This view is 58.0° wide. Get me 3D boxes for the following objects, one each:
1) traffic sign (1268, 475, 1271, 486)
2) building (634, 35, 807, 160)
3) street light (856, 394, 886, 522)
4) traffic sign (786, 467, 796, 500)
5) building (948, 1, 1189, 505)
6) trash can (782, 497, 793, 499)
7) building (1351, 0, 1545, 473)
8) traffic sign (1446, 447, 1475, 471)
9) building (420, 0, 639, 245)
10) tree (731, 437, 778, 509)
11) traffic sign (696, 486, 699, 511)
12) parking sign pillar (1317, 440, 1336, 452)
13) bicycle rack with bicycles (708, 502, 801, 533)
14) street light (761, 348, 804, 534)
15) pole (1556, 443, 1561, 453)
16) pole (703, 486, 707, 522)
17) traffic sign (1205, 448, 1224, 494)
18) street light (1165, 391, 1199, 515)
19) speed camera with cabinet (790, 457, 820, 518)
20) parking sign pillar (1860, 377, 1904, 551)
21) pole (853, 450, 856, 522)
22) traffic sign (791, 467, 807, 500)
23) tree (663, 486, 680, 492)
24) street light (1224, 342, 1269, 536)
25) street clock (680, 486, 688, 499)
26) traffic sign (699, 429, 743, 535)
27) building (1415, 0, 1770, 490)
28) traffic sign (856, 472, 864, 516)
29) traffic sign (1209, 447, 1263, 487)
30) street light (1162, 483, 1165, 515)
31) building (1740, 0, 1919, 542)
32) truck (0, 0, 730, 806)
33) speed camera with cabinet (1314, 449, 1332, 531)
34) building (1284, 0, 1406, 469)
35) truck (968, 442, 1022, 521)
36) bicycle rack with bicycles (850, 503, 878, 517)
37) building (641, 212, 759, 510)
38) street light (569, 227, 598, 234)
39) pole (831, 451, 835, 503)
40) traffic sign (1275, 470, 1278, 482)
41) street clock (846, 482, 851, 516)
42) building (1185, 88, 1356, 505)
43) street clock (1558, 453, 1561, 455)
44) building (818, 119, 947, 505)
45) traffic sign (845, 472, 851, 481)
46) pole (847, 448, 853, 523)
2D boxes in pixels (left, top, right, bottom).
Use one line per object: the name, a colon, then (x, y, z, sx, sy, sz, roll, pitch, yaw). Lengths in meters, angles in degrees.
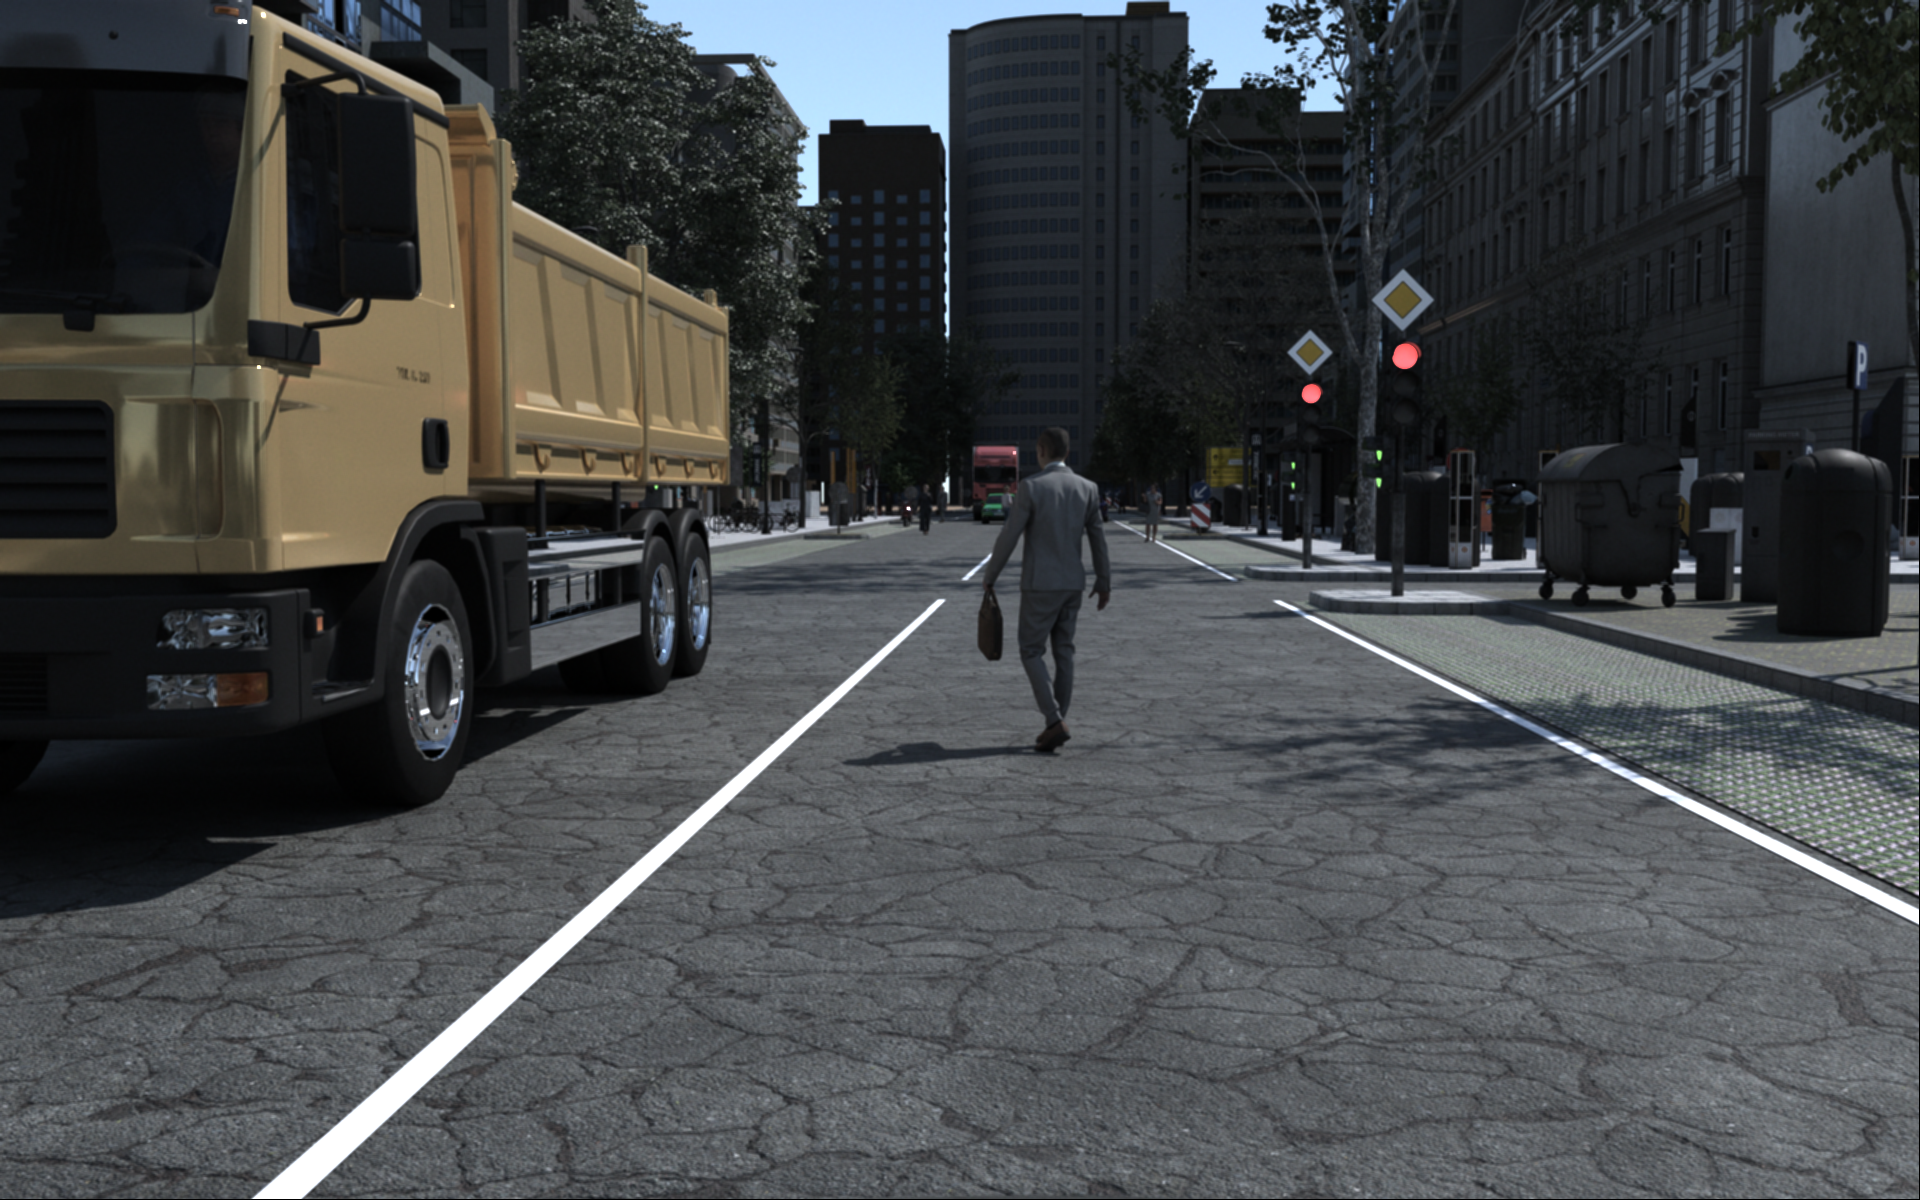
traffic sign: (15.800, -5.351, 89.615, 0.606, 2.300, 0.079, 0, 4, 6)
building: (-26.694, -28.187, 152.737, 23.993, 40.220, 32.217, 0, 4, 3)
street light: (-4.125, -6.611, 80.626, 1.470, 5.913, 1.316, 0, 4, 3)
traffic sign: (-7.800, -4.965, 81.283, 0.768, 2.556, 0.104, 1, 4, 9)
building: (12.911, -40.986, 212.126, 28.212, 58.520, 21.231, 0, 4, 3)
trash can: (-9.678, -5.247, 97.446, 0.748, 1.137, 0.748, 0, 3, 0)
building: (43.393, -26.197, 120.204, 32.217, 40.220, 23.993, 0, 4, 3)
traffic sign: (13.643, -2.885, 47.275, 0.768, 2.556, 0.104, 1, 4, 11)
building: (-25.333, -19.493, 90.413, 14.160, 30.474, 14.107, 0, 4, 3)
tree: (-12.190, -7.101, 99.820, 4.285, 4.588, 4.351, 0, 3, 0)
traffic sign: (-7.902, -3.185, 52.174, 0.768, 2.556, 0.104, 1, 4, 11)
parking sign pillar: (17.319, -5.673, 81.231, 1.447, 3.967, 1.447, 2, 4, 29)
bicycle rack with bicycles: (-7.105, -2.718, 57.815, 2.925, 0.926, 2.852, 1, 4, 18)
street light: (-5.657, -5.055, 55.185, 1.470, 5.913, 1.316, 0, 4, 3)
pole: (24.089, -4.647, 69.823, 0.158, 3.312, 0.155, 0, 3, 0)
pole: (-11.924, -5.326, 80.916, 0.158, 3.312, 0.155, 0, 3, 0)
traffic sign: (11.855, -5.004, 75.686, 2.265, 3.308, 0.079, 0, 4, 6)
street light: (10.188, -6.467, 78.274, 1.470, 5.913, 1.316, 0, 4, 3)
speed camera with cabinet: (-8.340, -6.053, 93.299, 0.660, 3.252, 2.038, 2, 4, 29)
parking sign pillar: (21.007, -3.123, 39.527, 1.447, 3.967, 1.447, -3, 5, -40)
pole: (-4.888, -5.250, 79.678, 0.158, 3.312, 0.155, 0, 3, 0)
traffic sign: (-7.525, -4.953, 81.083, 0.768, 2.556, 0.104, 0, 4, 5)
tree: (-15.132, -6.313, 86.931, 4.285, 4.588, 4.351, 0, 3, 0)
street light: (8.790, -4.930, 53.151, 1.470, 5.913, 1.316, 0, 4, 3)
street clock: (-11.957, -4.312, 75.064, 0.471, 2.002, 0.358, -1, 4, -15)
traffic sign: (-7.926, -3.716, 54.628, 2.265, 3.308, 0.079, 1, 4, 12)
building: (32.464, -17.938, 90.557, 12.463, 27.353, 25.104, 0, 4, 3)
traffic sign: (-5.888, -6.052, 99.061, 0.768, 2.556, 0.104, 1, 4, 12)
traffic sign: (11.838, -4.924, 74.375, 2.265, 3.308, 0.079, 0, 4, 4)
street light: (11.737, -8.040, 103.999, 1.470, 5.913, 1.316, 0, 4, 3)
building: (32.875, -11.154, 46.995, 19.286, 19.102, 10.561, 0, 4, 3)
truck: (-3.519, -0.870, 10.144, 3.469, 3.379, 9.791, 0, 4, 3)
speed camera with cabinet: (12.285, -4.008, 59.869, 2.038, 3.252, 0.660, -1, 4, -10)
building: (41.093, -51.011, 146.701, 22.319, 86.520, 31.000, 0, 4, 3)
truck: (1.998, -6.555, 96.091, 2.839, 4.237, 11.283, 0, 4, 2)
bicycle rack with bicycles: (-6.053, -5.146, 97.524, 2.925, 0.926, 2.852, -1, 4, -13)
building: (-30.422, -16.917, 121.626, 27.650, 21.520, 28.899, 0, 4, 3)
street light: (-6.986, -3.531, 30.270, 1.470, 5.913, 1.316, 0, 4, 3)
pole: (-6.051, -5.420, 82.460, 0.158, 3.312, 0.155, 0, 3, 0)
traffic sign: (16.072, -5.277, 86.392, 0.768, 2.556, 0.104, 0, 4, 4)
street clock: (-6.412, -5.840, 100.048, 0.358, 2.002, 0.471, -2, 4, -30)
building: (37.927, -35.882, 210.373, 21.600, 48.544, 21.300, 0, 4, 3)
street clock: (10.562, -1.577, 30.352, 0.358, 2.002, 0.471, 1, 4, 18)
building: (-9.088, -34.257, 210.217, 14.200, 45.320, 14.600, 0, 4, 3)
traffic sign: (-6.381, -6.189, 101.301, 0.768, 2.556, 0.104, 1, 4, 11)
pole: (-4.932, -5.061, 76.597, 0.158, 3.312, 0.155, 0, 3, 0)
